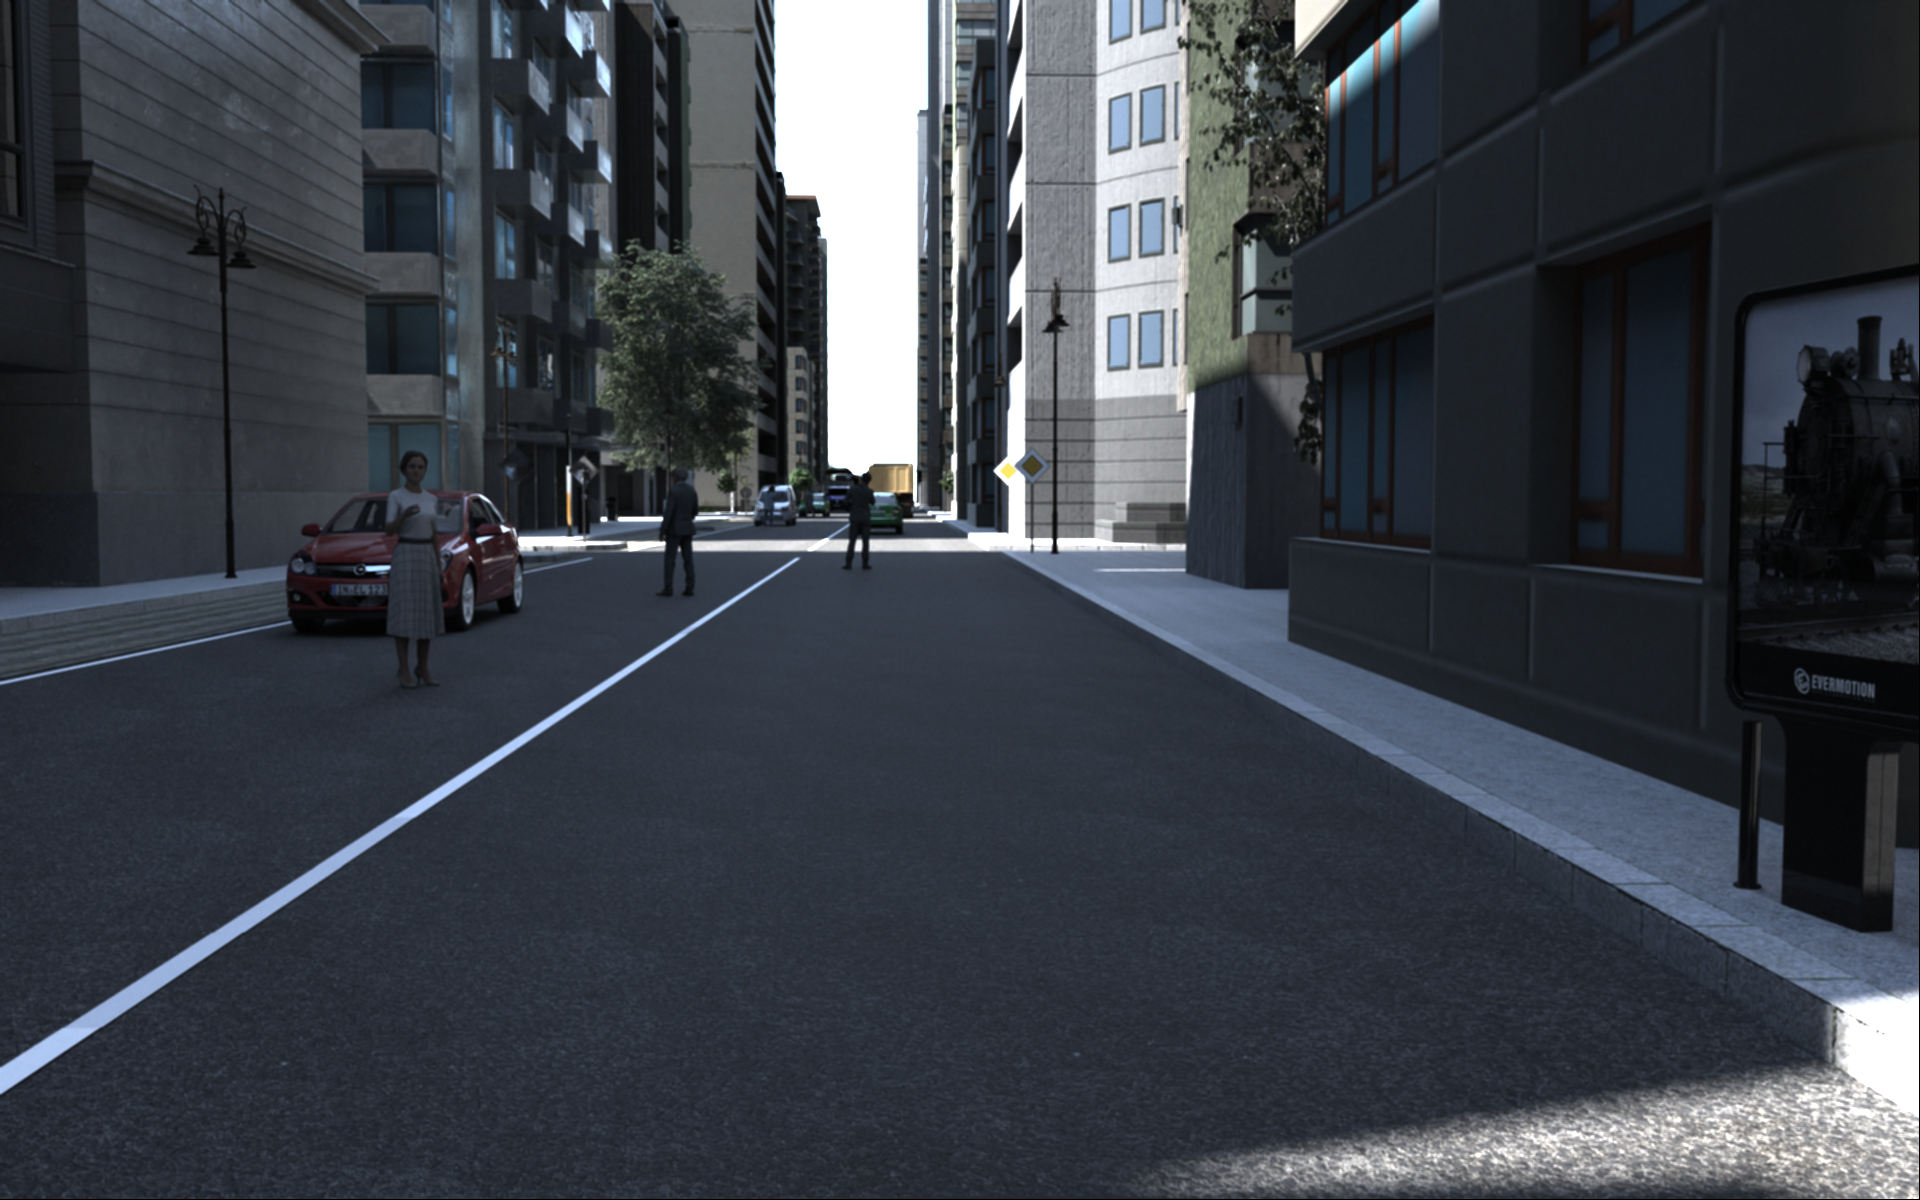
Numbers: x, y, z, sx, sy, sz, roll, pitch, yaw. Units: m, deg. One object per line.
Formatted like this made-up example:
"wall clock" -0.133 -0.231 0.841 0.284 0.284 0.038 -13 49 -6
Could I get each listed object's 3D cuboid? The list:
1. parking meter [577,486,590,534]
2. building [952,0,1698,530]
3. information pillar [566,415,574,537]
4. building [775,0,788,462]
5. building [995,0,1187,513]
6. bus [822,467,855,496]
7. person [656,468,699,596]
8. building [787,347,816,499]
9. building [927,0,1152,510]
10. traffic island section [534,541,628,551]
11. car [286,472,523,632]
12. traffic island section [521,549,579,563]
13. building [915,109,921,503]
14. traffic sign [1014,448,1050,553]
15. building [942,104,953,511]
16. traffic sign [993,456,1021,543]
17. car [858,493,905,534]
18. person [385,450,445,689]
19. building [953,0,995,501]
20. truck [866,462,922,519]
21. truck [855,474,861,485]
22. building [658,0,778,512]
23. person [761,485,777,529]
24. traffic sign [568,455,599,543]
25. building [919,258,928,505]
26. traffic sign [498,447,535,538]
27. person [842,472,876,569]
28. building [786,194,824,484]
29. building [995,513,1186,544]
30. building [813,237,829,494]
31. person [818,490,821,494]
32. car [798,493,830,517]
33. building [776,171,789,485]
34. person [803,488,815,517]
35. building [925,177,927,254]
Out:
"parking meter" -12.144 -2.903 55.871 0.372 1.533 0.369 0 3 0
"building" 13.902 -14.433 81.023 27.650 21.520 28.899 0 4 -2
"information pillar" -11.561 -3.660 51.193 0.183 3.616 0.504 0 4 -7
"building" -27.929 -52.391 169.258 22.319 86.520 31.000 0 4 -2
"building" 8.728 -37.333 152.397 21.231 58.520 28.212 0 4 -2
"bus" -10.958 -10.212 158.511 2.896 3.916 12.252 0 4 -2
"person" -4.019 -0.967 24.490 0.590 1.801 0.661 3 4 38
"building" -32.707 -22.791 217.672 27.650 21.520 28.899 0 4 -2
"building" 7.065 -39.097 181.240 21.231 58.520 28.212 0 4 -2
"traffic island section" -9.799 -1.396 45.101 2.009 0.180 2.903 0 4 -2
"car" -6.116 -0.633 19.392 2.155 1.783 4.494 0 4 -4
"traffic island section" -9.502 -0.908 37.122 2.009 0.180 2.903 0 4 -2
"building" 3.776 -44.247 265.444 21.231 58.520 28.212 0 4 -2
"traffic sign" 1.558 -2.068 37.449 0.795 2.450 0.064 0 4 -2
"building" 5.571 -22.037 132.002 14.160 30.474 14.107 0 4 -2
"traffic sign" 1.262 -2.556 45.429 0.795 2.450 0.064 0 4 -2
"car" -2.969 -3.312 62.945 1.959 1.807 4.718 0 4 -2
"person" -3.999 -0.229 12.814 0.524 1.755 0.480 3 4 37
"building" 6.496 -26.283 113.316 14.154 41.232 14.086 0 4 -2
"truck" -4.071 -6.629 104.307 3.469 3.379 9.791 0 4 -1
"truck" -11.067 -10.766 171.941 3.469 3.379 9.791 0 4 -2
"building" -25.180 -30.950 129.742 21.300 48.544 21.600 0 4 -2
"person" -7.931 -3.849 71.701 0.793 1.790 0.793 -2 4 -24
"traffic sign" -9.776 -2.532 45.041 0.795 2.450 0.064 0 4 -2
"building" 1.928 -26.993 213.041 14.160 30.474 14.107 0 4 -2
"traffic sign" -9.479 -2.044 37.061 0.795 2.450 0.064 0 4 -2
"person" -1.941 -1.520 33.154 0.655 1.846 0.447 0 4 -3
"building" -30.834 -36.163 245.881 22.147 44.769 28.867 0 4 -2
"building" 15.655 -31.222 52.487 28.212 58.520 21.231 0 4 -2
"building" -27.595 -35.742 267.982 14.154 41.232 14.086 0 4 -2
"person" -15.036 -10.800 185.085 0.705 1.823 1.348 0 4 3
"car" -9.236 -6.180 109.844 1.959 1.807 4.718 0 4 0
"building" -22.234 -23.030 148.235 14.160 30.474 14.107 0 4 -2
"person" -9.263 -5.975 106.291 0.767 1.812 0.694 3 4 36
"building" 6.449 -37.686 235.769 23.786 49.044 30.456 0 4 -2
